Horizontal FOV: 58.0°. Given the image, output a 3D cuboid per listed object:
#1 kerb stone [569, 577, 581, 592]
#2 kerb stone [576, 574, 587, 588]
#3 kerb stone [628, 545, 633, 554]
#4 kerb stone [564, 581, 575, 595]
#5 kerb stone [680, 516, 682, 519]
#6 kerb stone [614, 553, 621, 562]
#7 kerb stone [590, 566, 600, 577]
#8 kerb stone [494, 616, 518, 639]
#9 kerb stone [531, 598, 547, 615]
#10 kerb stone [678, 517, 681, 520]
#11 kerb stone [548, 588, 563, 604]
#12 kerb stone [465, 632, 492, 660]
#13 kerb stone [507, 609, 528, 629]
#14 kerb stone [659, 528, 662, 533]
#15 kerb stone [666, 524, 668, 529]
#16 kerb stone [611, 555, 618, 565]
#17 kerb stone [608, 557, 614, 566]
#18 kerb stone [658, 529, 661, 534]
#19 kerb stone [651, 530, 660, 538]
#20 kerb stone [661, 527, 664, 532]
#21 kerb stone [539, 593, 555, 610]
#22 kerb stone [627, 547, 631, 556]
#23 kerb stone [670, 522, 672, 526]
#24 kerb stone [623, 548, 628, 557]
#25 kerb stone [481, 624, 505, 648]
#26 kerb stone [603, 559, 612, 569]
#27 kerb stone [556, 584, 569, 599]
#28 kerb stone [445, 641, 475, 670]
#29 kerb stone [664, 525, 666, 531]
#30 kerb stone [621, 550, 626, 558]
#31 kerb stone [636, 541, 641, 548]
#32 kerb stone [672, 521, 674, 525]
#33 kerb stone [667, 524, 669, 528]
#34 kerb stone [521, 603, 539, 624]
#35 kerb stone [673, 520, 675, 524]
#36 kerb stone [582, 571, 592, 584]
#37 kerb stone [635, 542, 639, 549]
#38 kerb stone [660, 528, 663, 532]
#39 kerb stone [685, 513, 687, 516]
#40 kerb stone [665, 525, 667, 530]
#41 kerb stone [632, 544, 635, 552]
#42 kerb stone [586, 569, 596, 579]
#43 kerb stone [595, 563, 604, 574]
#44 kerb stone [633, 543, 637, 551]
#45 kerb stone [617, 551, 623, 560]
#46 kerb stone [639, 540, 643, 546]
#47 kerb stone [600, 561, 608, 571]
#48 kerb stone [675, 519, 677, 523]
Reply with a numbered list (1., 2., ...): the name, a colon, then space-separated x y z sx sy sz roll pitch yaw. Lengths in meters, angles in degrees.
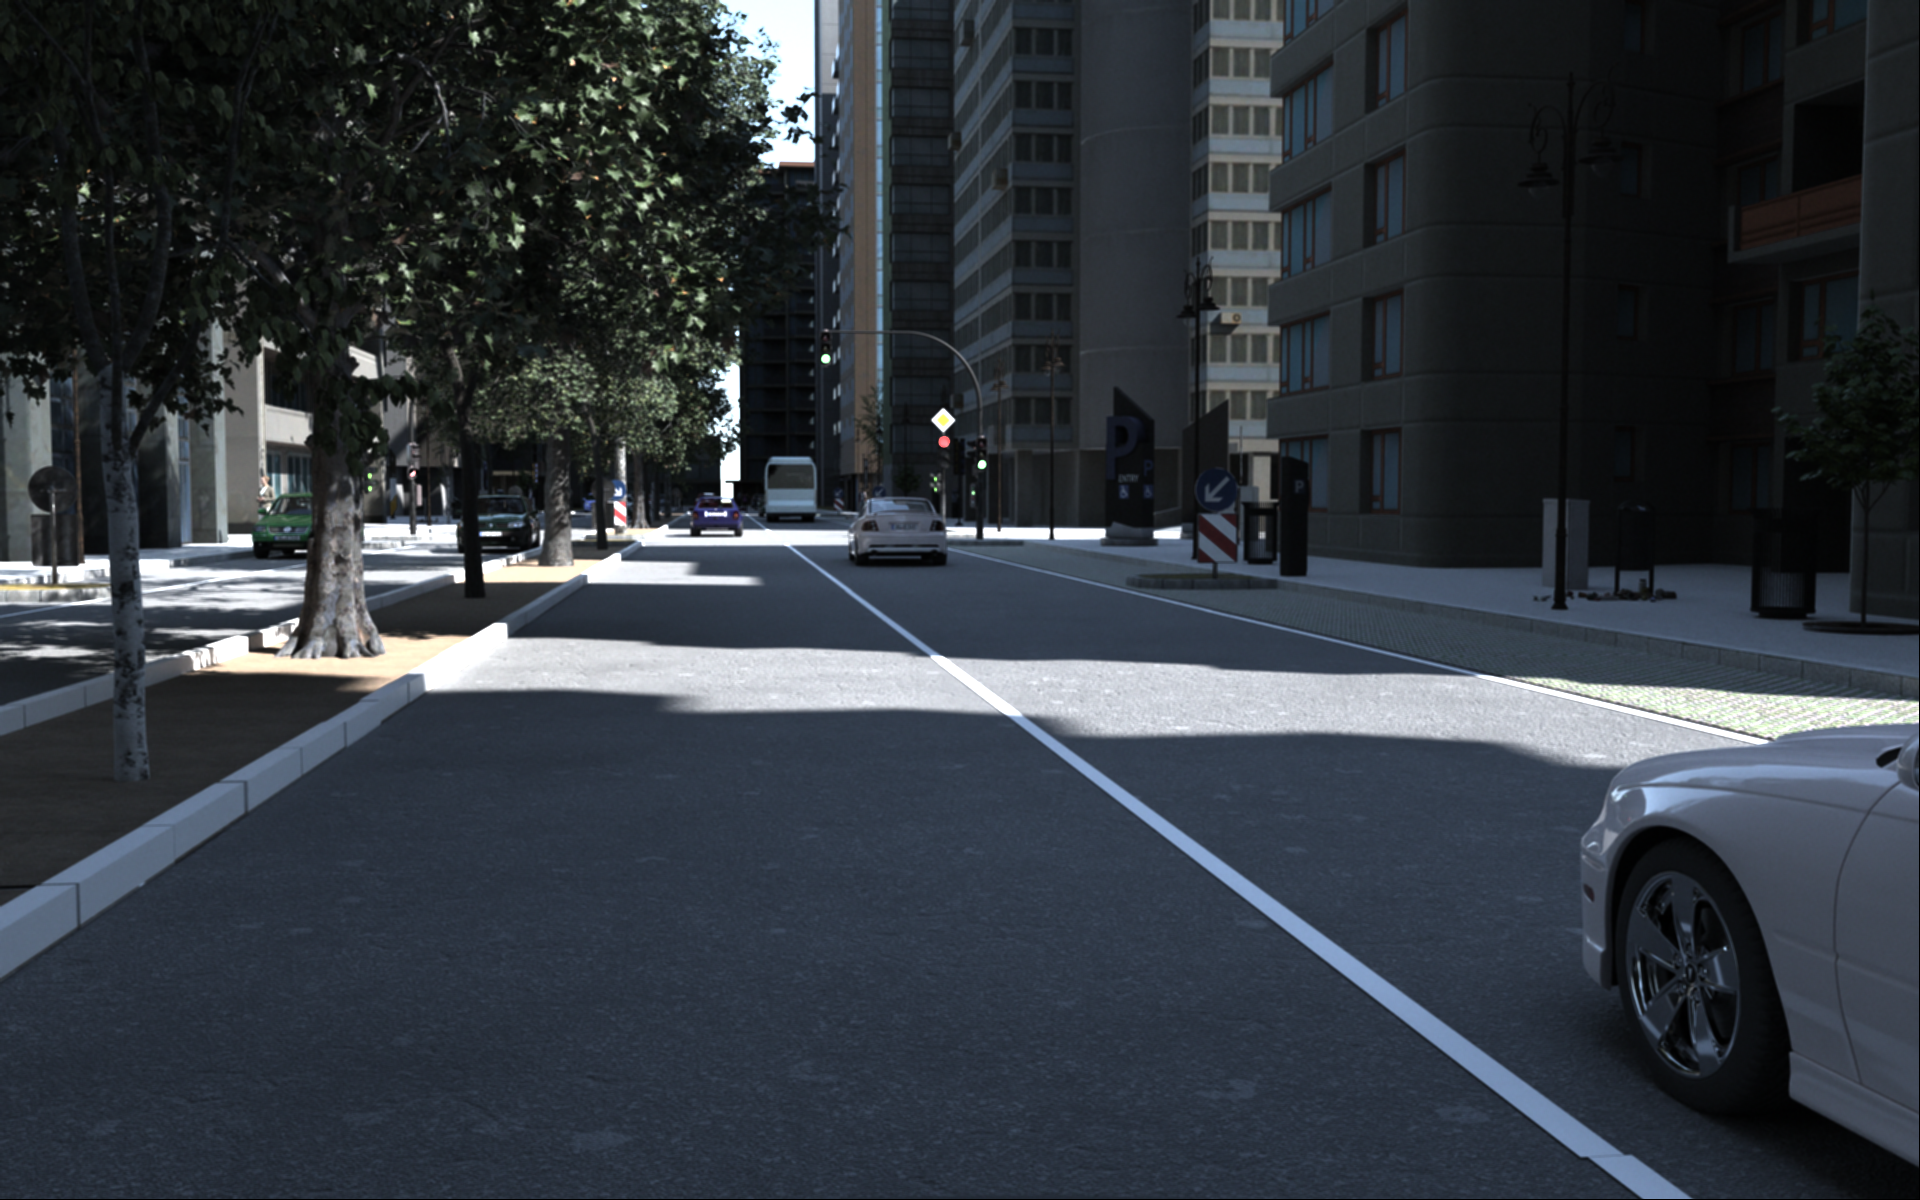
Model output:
1. kerb stone: -5.723 -0.204 25.525 0.120 0.150 1.000 0 4 -8
2. kerb stone: -5.861 -0.266 26.538 0.120 0.150 1.000 0 4 -8
3. kerb stone: -7.837 -1.135 40.746 0.120 0.150 1.000 0 4 -8
4. kerb stone: -5.583 -0.137 24.510 0.120 0.150 1.000 0 4 -8
5. kerb stone: -14.833 -4.209 91.017 0.120 0.150 1.000 0 4 -8
6. kerb stone: -7.132 -0.823 35.675 0.120 0.150 1.000 0 4 -8
7. kerb stone: -6.289 -0.447 29.586 0.120 0.150 1.000 0 4 -8
8. kerb stone: -4.589 0.295 17.397 0.120 0.150 1.000 0 4 -8
9. kerb stone: -5.013 0.111 20.446 0.120 0.150 1.000 0 4 -8
10. kerb stone: -14.547 -4.085 88.988 0.120 0.150 1.000 0 4 -8
11. kerb stone: -5.299 -0.017 22.481 0.120 0.150 1.000 0 4 -8
12. kerb stone: -4.304 0.422 15.360 0.120 0.150 1.000 0 4 -8
13. kerb stone: -4.735 0.231 18.411 0.120 0.150 1.000 0 4 -8
14. kerb stone: -10.597 -2.341 60.575 0.120 0.150 1.000 0 4 -8
15. kerb stone: -11.577 -2.783 67.692 0.120 0.150 1.000 0 4 -8
16. kerb stone: -6.987 -0.759 34.662 0.120 0.150 1.000 0 4 -8
17. kerb stone: -6.855 -0.700 33.648 0.120 0.150 1.000 0 4 -8
18. kerb stone: -10.456 -2.285 59.562 0.120 0.150 1.000 0 4 -8
19. kerb stone: -10.319 -2.218 58.549 0.120 0.150 1.000 0 4 -8
20. kerb stone: -10.878 -2.472 62.616 0.120 0.150 1.000 0 4 -8
21. kerb stone: -5.159 0.045 21.469 0.120 0.150 1.000 0 4 -8
22. kerb stone: -7.693 -1.073 39.731 0.120 0.150 1.000 0 4 -8
23. kerb stone: -12.286 -3.090 72.756 0.120 0.150 1.000 0 4 -8
24. kerb stone: -7.557 -1.008 38.712 0.120 0.150 1.000 0 4 -8
25. kerb stone: -4.451 0.361 16.378 0.120 0.150 1.000 0 4 -8
26. kerb stone: -6.702 -0.638 32.628 0.120 0.150 1.000 0 4 -8
27. kerb stone: -5.443 -0.080 23.497 0.120 0.150 1.000 0 4 -8
28. kerb stone: -4.169 0.481 14.338 0.120 0.150 1.000 0 4 -8
29. kerb stone: -11.302 -2.658 65.661 0.120 0.150 1.000 0 4 -8
30. kerb stone: -7.425 -0.948 37.698 0.120 0.150 1.000 0 4 -8
31. kerb stone: -8.409 -1.380 44.811 0.120 0.150 1.000 0 4 -8
32. kerb stone: -12.714 -3.279 75.808 0.120 0.150 1.000 0 4 -8
33. kerb stone: -11.732 -2.845 68.704 0.120 0.150 1.000 0 4 -8
34. kerb stone: -4.869 0.171 19.434 0.120 0.150 1.000 0 4 -8
35. kerb stone: -12.995 -3.403 77.842 0.120 0.150 1.000 0 4 -8
36. kerb stone: -5.992 -0.328 27.551 0.120 0.150 1.000 0 4 -8
37. kerb stone: -8.256 -1.316 43.800 0.120 0.150 1.000 0 4 -8
38. kerb stone: -10.736 -2.410 61.593 0.120 0.150 1.000 0 4 -8
39. kerb stone: -16.670 -5.018 104.236 0.120 0.150 1.000 0 4 -8
40. kerb stone: -11.444 -2.720 66.674 0.120 0.150 1.000 0 4 -8
41. kerb stone: -7.978 -1.191 41.765 0.120 0.150 1.000 0 4 -8
42. kerb stone: -6.148 -0.379 28.562 0.120 0.150 1.000 0 4 -8
43. kerb stone: -6.430 -0.514 30.602 0.120 0.150 1.000 0 4 -8
44. kerb stone: -8.119 -1.259 42.787 0.120 0.150 1.000 0 4 -8
45. kerb stone: -7.277 -0.886 36.686 0.120 0.150 1.000 0 4 -8
46. kerb stone: -8.545 -1.446 45.830 0.120 0.150 1.000 0 4 -8
47. kerb stone: -6.570 -0.572 31.615 0.120 0.150 1.000 0 4 -8
48. kerb stone: -13.412 -3.589 80.881 0.120 0.150 1.000 0 4 -8
